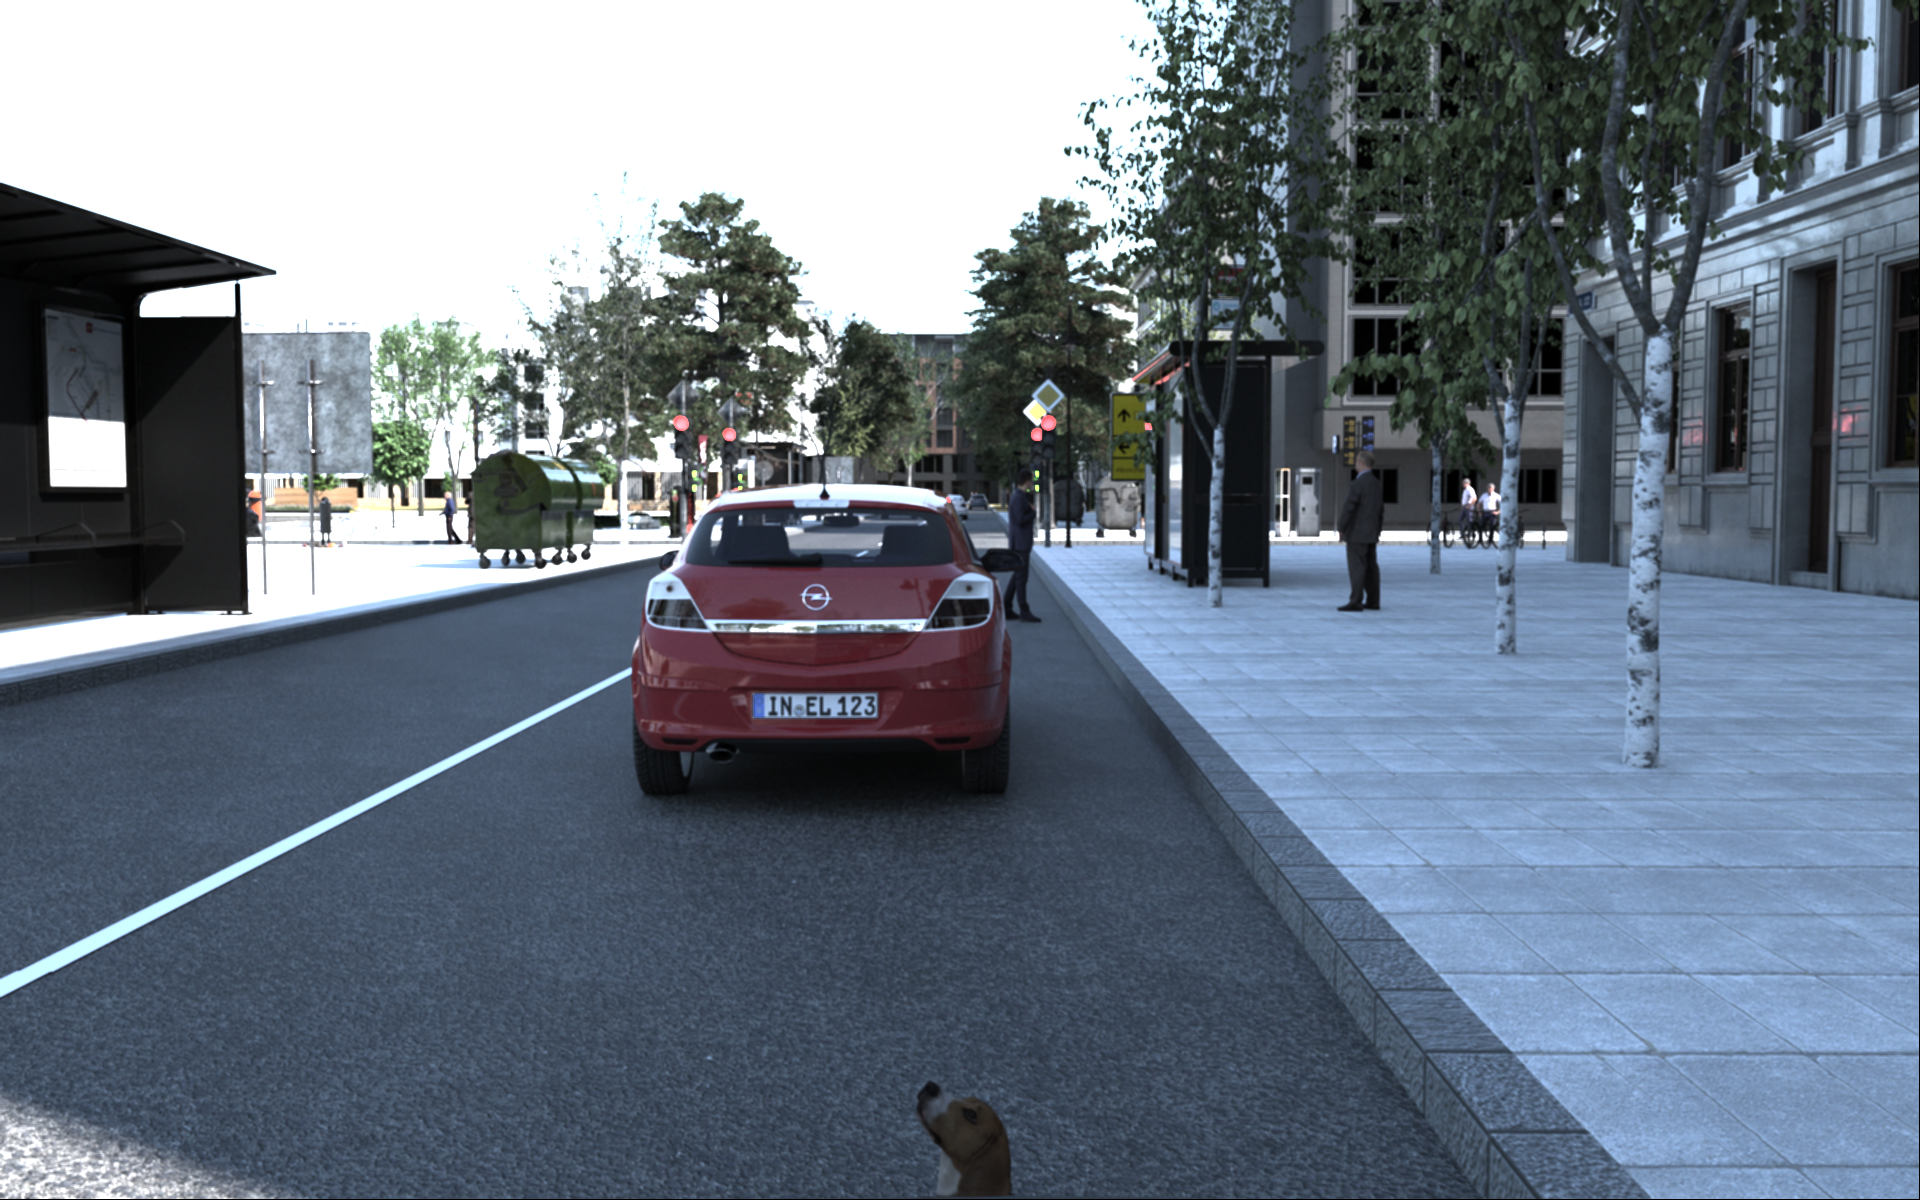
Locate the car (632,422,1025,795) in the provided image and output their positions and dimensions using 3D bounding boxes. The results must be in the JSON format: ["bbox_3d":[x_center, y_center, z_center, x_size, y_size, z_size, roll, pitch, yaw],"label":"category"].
[{"bbox_3d":[-0.680,-0.044,9.754,2.155,1.783,4.494,0,4,-1],"label":"car"}]

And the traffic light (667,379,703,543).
[{"bbox_3d":[-6.660,-3.219,41.880,0.839,4.213,0.868,0,4,1],"label":"traffic light"}]

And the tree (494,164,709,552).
[{"bbox_3d":[-7.694,-5.373,38.205,4.360,8.622,3.978,0,3,0],"label":"tree"}]

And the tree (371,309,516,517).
[{"bbox_3d":[-29.897,-10.427,96.241,9.928,11.665,9.643,0,3,0],"label":"tree"}]

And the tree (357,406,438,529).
[{"bbox_3d":[-21.299,-4.967,64.924,4.285,4.588,4.351,0,3,0],"label":"tree"}]

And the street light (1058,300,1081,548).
[{"bbox_3d":[2.600,-4.198,41.421,0.468,5.910,1.993,0,4,1],"label":"street light"}]

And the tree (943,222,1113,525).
[{"bbox_3d":[3.154,-9.464,72.868,7.486,12.596,7.792,0,3,0],"label":"tree"}]

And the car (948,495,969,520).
[{"bbox_3d":[-0.503,-5.231,97.884,2.083,1.381,4.827,0,4,-1],"label":"car"}]

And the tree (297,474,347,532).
[{"bbox_3d":[-21.876,-3.918,58.665,1.663,3.219,1.824,0,3,0],"label":"tree"}]

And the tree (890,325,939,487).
[{"bbox_3d":[-5.194,-20.573,192.252,12.611,20.169,13.585,0,3,0],"label":"tree"}]

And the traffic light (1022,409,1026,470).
[{"bbox_3d":[2.195,-3.702,49.776,0.839,4.213,0.868,0,4,1],"label":"traffic light"}]

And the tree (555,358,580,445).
[{"bbox_3d":[-18.041,-10.386,91.859,6.751,12.117,7.091,0,3,0],"label":"tree"}]

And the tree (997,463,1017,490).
[{"bbox_3d":[5.083,-10.591,156.875,4.285,4.588,4.351,0,3,0],"label":"tree"}]

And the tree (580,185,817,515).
[{"bbox_3d":[-8.221,-8.470,60.543,6.751,12.117,7.091,0,3,0],"label":"tree"}]

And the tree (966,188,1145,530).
[{"bbox_3d":[3.118,-8.528,61.486,6.751,12.117,7.091,0,3,0],"label":"tree"}]

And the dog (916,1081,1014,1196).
[{"bbox_3d":[0.175,1.054,2.954,0.748,0.427,0.550,3,5,42],"label":"dog"}]

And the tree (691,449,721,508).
[{"bbox_3d":[-18.020,-10.543,122.732,4.737,8.622,4.395,0,3,0],"label":"tree"}]

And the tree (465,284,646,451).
[{"bbox_3d":[-18.097,-8.735,77.232,7.601,10.594,8.767,3,5,40],"label":"tree"}]

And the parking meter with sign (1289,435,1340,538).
[{"bbox_3d":[10.292,-3.364,51.257,1.738,3.016,0.543,0,4,-1],"label":"parking meter with sign"}]

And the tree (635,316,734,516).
[{"bbox_3d":[-15.972,-10.795,102.247,9.928,11.665,9.643,0,3,0],"label":"tree"}]

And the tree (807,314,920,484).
[{"bbox_3d":[-6.886,-13.164,122.654,7.806,13.903,7.818,0,3,0],"label":"tree"}]

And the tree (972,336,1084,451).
[{"bbox_3d":[4.652,-11.086,107.016,9.928,11.665,9.643,0,3,0],"label":"tree"}]

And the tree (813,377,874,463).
[{"bbox_3d":[-7.167,-9.726,109.384,4.737,8.622,4.395,0,3,0],"label":"tree"}]

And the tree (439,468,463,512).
[{"bbox_3d":[-36.588,-7.896,123.693,1.663,3.219,1.824,0,3,0],"label":"tree"}]

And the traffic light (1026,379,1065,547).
[{"bbox_3d":[2.100,-3.214,41.792,0.839,4.213,0.868,0,4,1],"label":"traffic light"}]

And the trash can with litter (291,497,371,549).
[{"bbox_3d":[-15.221,-1.866,41.562,1.678,1.210,2.233,-2,4,-35],"label":"trash can with litter"}]

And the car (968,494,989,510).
[{"bbox_3d":[1.695,-9.082,160.492,2.014,1.417,4.499,0,4,1],"label":"car"}]

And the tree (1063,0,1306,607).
[{"bbox_3d":[3.022,-4.238,19.651,4.737,8.622,4.395,0,3,0],"label":"tree"}]

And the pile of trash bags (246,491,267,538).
[{"bbox_3d":[-21.326,-2.507,50.746,1.912,1.369,3.447,0,4,6],"label":"pile of trash bags"}]

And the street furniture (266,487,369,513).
[{"bbox_3d":[-45.240,-6.780,117.709,9.812,1.723,11.010,-1,4,-12],"label":"street furniture"}]

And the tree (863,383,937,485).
[{"bbox_3d":[-6.666,-14.740,166.753,9.928,11.665,9.643,0,3,0],"label":"tree"}]

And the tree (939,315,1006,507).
[{"bbox_3d":[5.088,-19.534,175.263,12.611,20.169,13.585,0,3,0],"label":"tree"}]

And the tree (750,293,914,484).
[{"bbox_3d":[-6.608,-8.967,81.030,8.767,10.594,7.601,-1,4,-14],"label":"tree"}]

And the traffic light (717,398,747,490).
[{"bbox_3d":[-6.565,-3.708,49.864,0.839,4.213,0.868,0,4,1],"label":"traffic light"}]

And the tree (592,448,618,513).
[{"bbox_3d":[-24.622,-8.149,116.944,4.285,4.588,4.351,0,3,0],"label":"tree"}]

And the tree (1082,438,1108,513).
[{"bbox_3d":[9.321,-10.090,115.327,4.360,8.622,3.978,0,3,0],"label":"tree"}]

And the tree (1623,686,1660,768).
[{"bbox_3d":[3.306,-3.534,8.143,4.737,8.622,4.395,0,3,0],"label":"tree"}]

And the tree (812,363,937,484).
[{"bbox_3d":[-7.115,-14.285,143.923,12.009,13.543,11.850,0,3,0],"label":"tree"}]

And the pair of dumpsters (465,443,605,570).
[{"bbox_3d":[-7.642,-1.764,31.338,1.574,2.255,4.436,0,4,1],"label":"pair of dumpsters"}]

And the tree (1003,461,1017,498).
[{"bbox_3d":[4.294,-12.285,151.227,4.360,8.622,3.978,0,3,0],"label":"tree"}]

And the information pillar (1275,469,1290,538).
[{"bbox_3d":[9.440,-2.830,50.768,0.304,2.012,0.304,-2,4,-28],"label":"information pillar"}]

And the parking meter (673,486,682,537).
[{"bbox_3d":[-8.419,-2.665,51.983,0.372,1.533,0.369,0,3,0],"label":"parking meter"}]

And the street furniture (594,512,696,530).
[{"bbox_3d":[-13.232,-3.076,65.917,5.734,0.657,10.072,0,4,5],"label":"street furniture"}]

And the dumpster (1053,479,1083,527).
[{"bbox_3d":[4.217,-3.819,68.196,1.264,1.857,1.865,0,4,1],"label":"dumpster"}]

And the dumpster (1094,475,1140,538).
[{"bbox_3d":[4.617,-2.753,50.768,1.264,1.857,1.865,0,4,1],"label":"dumpster"}]

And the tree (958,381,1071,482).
[{"bbox_3d":[4.866,-14.406,142.198,9.857,13.997,8.962,0,3,0],"label":"tree"}]
